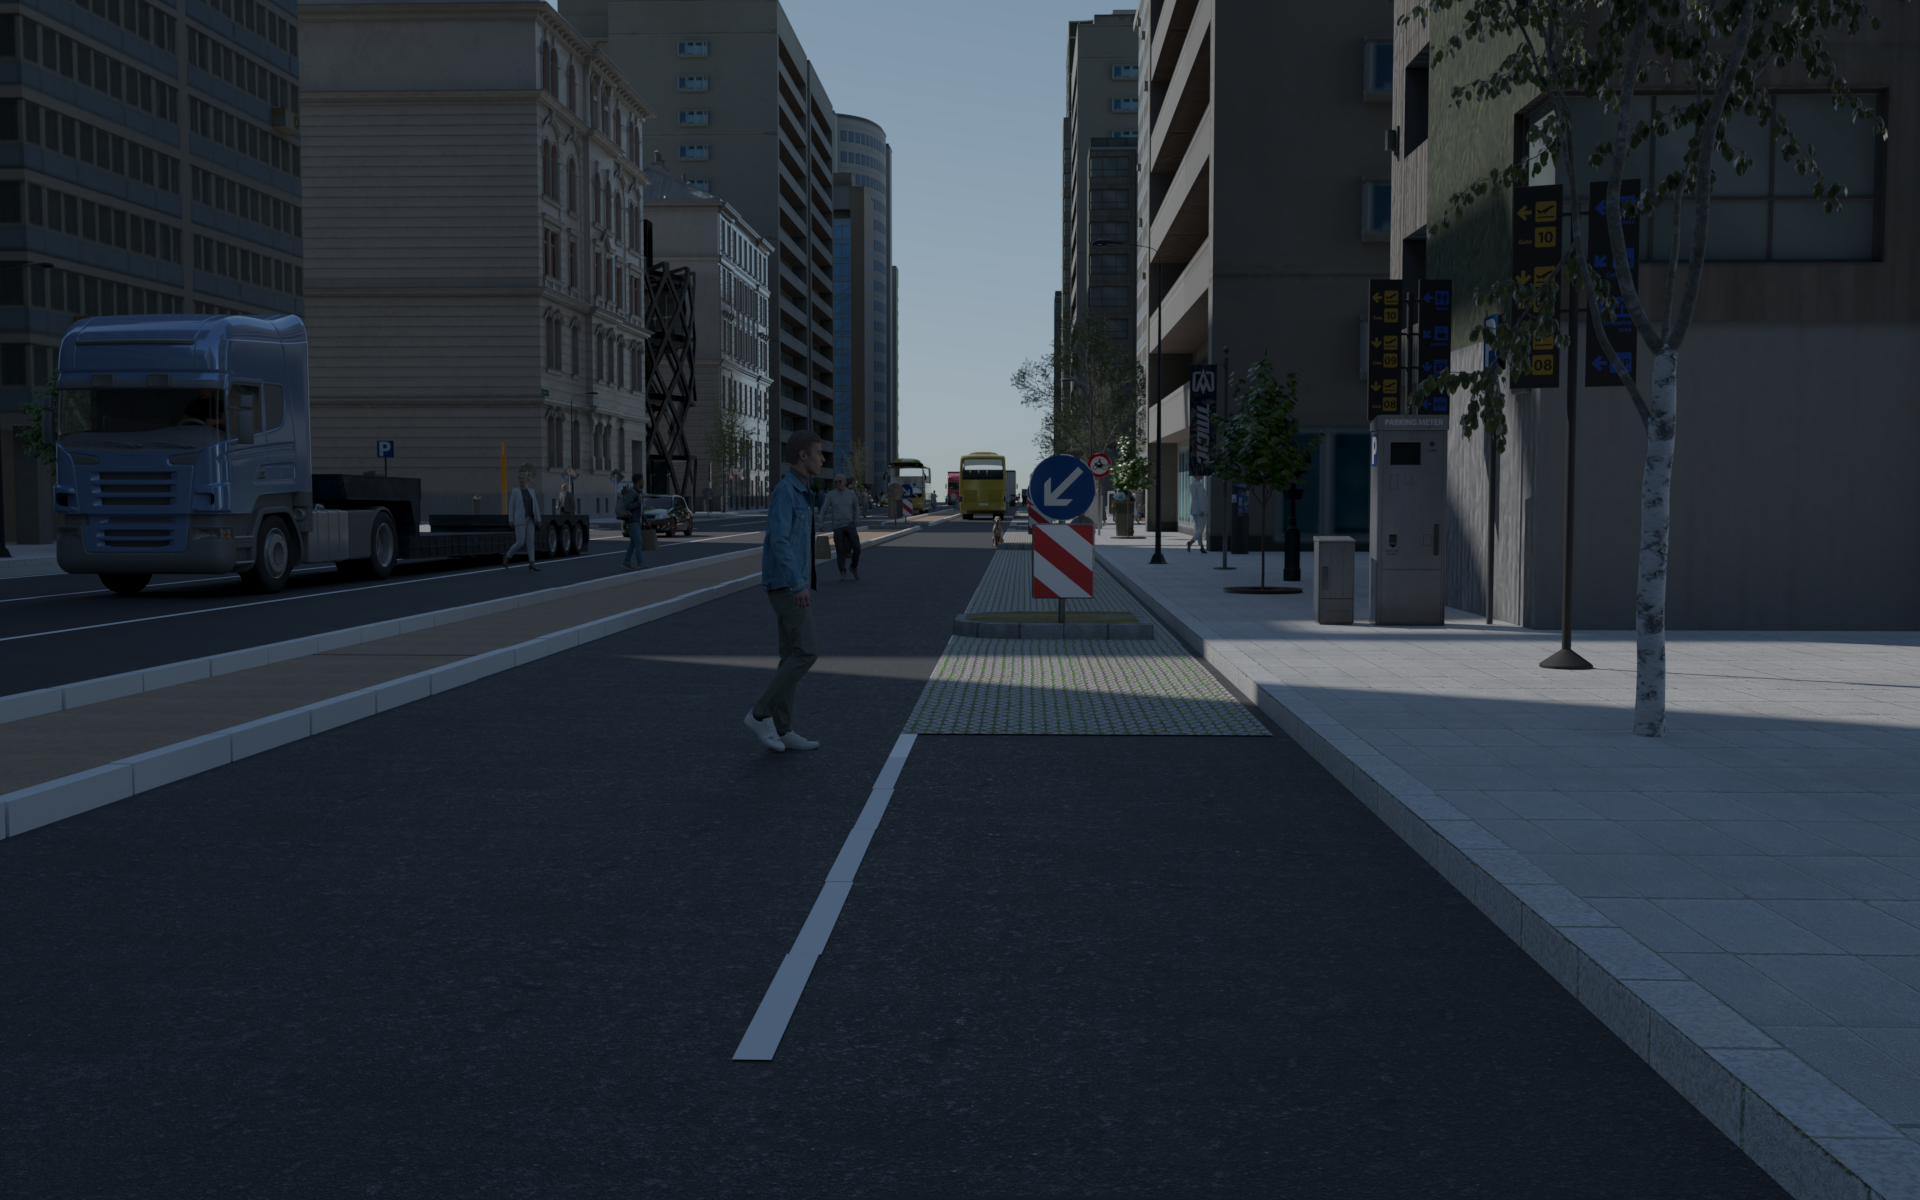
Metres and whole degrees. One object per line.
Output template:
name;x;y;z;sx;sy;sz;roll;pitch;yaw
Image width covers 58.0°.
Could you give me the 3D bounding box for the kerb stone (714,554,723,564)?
kerb stone;-5.053;-0.813;35.485;0.120;0.150;1.000;0;4;2

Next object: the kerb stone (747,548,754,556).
kerb stone;-4.899;-1.053;39.576;0.120;0.150;1.000;0;4;2

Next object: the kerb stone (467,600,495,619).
kerb stone;-5.645;0.131;20.128;0.120;0.150;1.000;0;4;2

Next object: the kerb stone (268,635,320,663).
kerb stone;-5.832;0.440;15.013;0.120;0.150;1.000;0;4;2

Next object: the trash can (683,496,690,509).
trash can;-16.439;-5.586;102.987;0.748;1.137;0.748;0;3;0

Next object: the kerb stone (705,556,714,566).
kerb stone;-5.092;-0.750;34.464;0.120;0.150;1.000;0;4;2

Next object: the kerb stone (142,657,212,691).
kerb stone;-5.910;0.565;12.961;0.120;0.150;1.000;0;4;2

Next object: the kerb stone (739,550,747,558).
kerb stone;-4.935;-0.999;38.554;0.120;0.150;1.000;0;4;2

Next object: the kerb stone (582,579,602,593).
kerb stone;-5.441;-0.183;25.248;0.120;0.150;1.000;0;4;2

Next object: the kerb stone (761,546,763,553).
kerb stone;-4.813;-1.180;41.619;0.120;0.150;1.000;0;4;2

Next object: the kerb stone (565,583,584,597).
kerb stone;-5.486;-0.114;24.228;0.120;0.150;1.000;0;4;2

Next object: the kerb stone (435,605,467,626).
kerb stone;-5.681;0.189;19.099;0.120;0.150;1.000;0;4;2

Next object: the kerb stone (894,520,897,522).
kerb stone;-3.240;-3.728;83.142;0.120;0.150;1.000;0;4;2

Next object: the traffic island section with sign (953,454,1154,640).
traffic island section with sign;0.936;-0.566;17.879;1.989;1.847;2.006;0;4;2

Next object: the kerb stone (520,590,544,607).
kerb stone;-5.558;0.004;22.170;0.120;0.150;1.000;0;4;2

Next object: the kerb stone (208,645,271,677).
kerb stone;-5.865;0.502;13.991;0.120;0.150;1.000;0;4;2

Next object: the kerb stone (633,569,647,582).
kerb stone;-5.330;-0.375;28.323;0.120;0.150;1.000;0;4;2

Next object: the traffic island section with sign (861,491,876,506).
traffic island section with sign;-10.849;-12.052;205.683;1.989;1.847;2.006;0;4;2

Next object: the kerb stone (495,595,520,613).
kerb stone;-5.605;0.067;21.149;0.120;0.150;1.000;0;4;2

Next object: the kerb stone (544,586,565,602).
kerb stone;-5.518;-0.061;23.193;0.120;0.150;1.000;0;4;2

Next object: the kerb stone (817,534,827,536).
kerb stone;-4.349;-1.942;53.945;0.120;0.150;1.000;0;4;2

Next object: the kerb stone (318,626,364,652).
kerb stone;-5.797;0.377;16.034;0.120;0.150;1.000;0;4;2

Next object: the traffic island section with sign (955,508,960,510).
traffic island section with sign;0.464;-8.862;153.030;2.006;1.907;1.989;0;4;2

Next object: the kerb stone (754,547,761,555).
kerb stone;-4.863;-1.121;40.598;0.120;0.150;1.000;0;4;2

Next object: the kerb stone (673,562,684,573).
kerb stone;-5.205;-0.560;31.392;0.120;0.150;1.000;0;4;2

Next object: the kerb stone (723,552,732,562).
kerb stone;-5.013;-0.875;36.507;0.120;0.150;1.000;0;4;2

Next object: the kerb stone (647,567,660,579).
kerb stone;-5.286;-0.435;29.345;0.120;0.150;1.000;0;4;2

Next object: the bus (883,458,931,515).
bus;-3.546;-7.986;122.118;2.896;3.916;12.252;0;4;1

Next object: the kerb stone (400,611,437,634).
kerb stone;-5.719;0.252;18.077;0.120;0.150;1.000;0;4;2

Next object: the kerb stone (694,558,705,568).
kerb stone;-5.133;-0.688;33.442;0.120;0.150;1.000;0;4;2

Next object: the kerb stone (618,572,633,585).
kerb stone;-5.371;-0.312;27.292;0.120;0.150;1.000;0;4;2

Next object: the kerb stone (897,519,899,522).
kerb stone;-3.203;-3.790;84.165;0.120;0.150;1.000;0;4;2

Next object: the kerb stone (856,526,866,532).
kerb stone;-3.846;-2.745;67.252;0.120;0.150;1.000;0;4;2

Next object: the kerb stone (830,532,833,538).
kerb stone;-4.277;-2.067;55.990;0.120;0.150;1.000;0;4;2

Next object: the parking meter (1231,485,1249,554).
parking meter;5.977;-1.745;36.949;0.372;1.533;0.369;0;3;0

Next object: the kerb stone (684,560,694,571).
kerb stone;-5.175;-0.625;32.413;0.120;0.150;1.000;0;4;2

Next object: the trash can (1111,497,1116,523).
trash can;7.149;-4.029;77.529;0.748;1.137;0.748;0;3;0

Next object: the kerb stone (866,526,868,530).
kerb stone;-3.812;-2.815;68.277;0.120;0.150;1.000;0;4;2

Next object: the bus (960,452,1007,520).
bus;1.348;-6.639;100.101;2.896;3.916;12.252;0;4;1

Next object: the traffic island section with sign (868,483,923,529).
traffic island section with sign;-2.680;-3.817;70.544;2.006;1.907;1.989;0;4;2

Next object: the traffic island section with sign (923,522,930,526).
traffic island section with sign;-2.388;-4.270;77.946;2.006;1.907;1.989;0;4;2

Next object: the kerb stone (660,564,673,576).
kerb stone;-5.248;-0.500;30.370;0.120;0.150;1.000;0;4;2

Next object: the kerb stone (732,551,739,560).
kerb stone;-4.980;-0.938;37.531;0.120;0.150;1.000;0;4;2

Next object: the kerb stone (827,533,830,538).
kerb stone;-4.312;-2.003;54.966;0.120;0.150;1.000;0;4;2

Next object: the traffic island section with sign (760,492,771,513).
traffic island section with sign;-13.768;-7.339;128.618;1.989;1.847;2.006;0;4;2

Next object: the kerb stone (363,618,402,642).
kerb stone;-5.762;0.314;17.056;0.120;0.150;1.000;0;4;2

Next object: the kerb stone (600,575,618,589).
kerb stone;-5.403;-0.249;26.270;0.120;0.150;1.000;0;4;2

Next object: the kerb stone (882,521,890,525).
kerb stone;-3.393;-3.477;79.041;0.120;0.150;1.000;0;4;2

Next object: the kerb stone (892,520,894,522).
kerb stone;-3.321;-3.602;81.092;0.120;0.150;1.000;0;4;2

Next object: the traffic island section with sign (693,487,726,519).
traffic island section with sign;-14.814;-5.685;101.582;1.989;1.847;2.006;0;4;2
